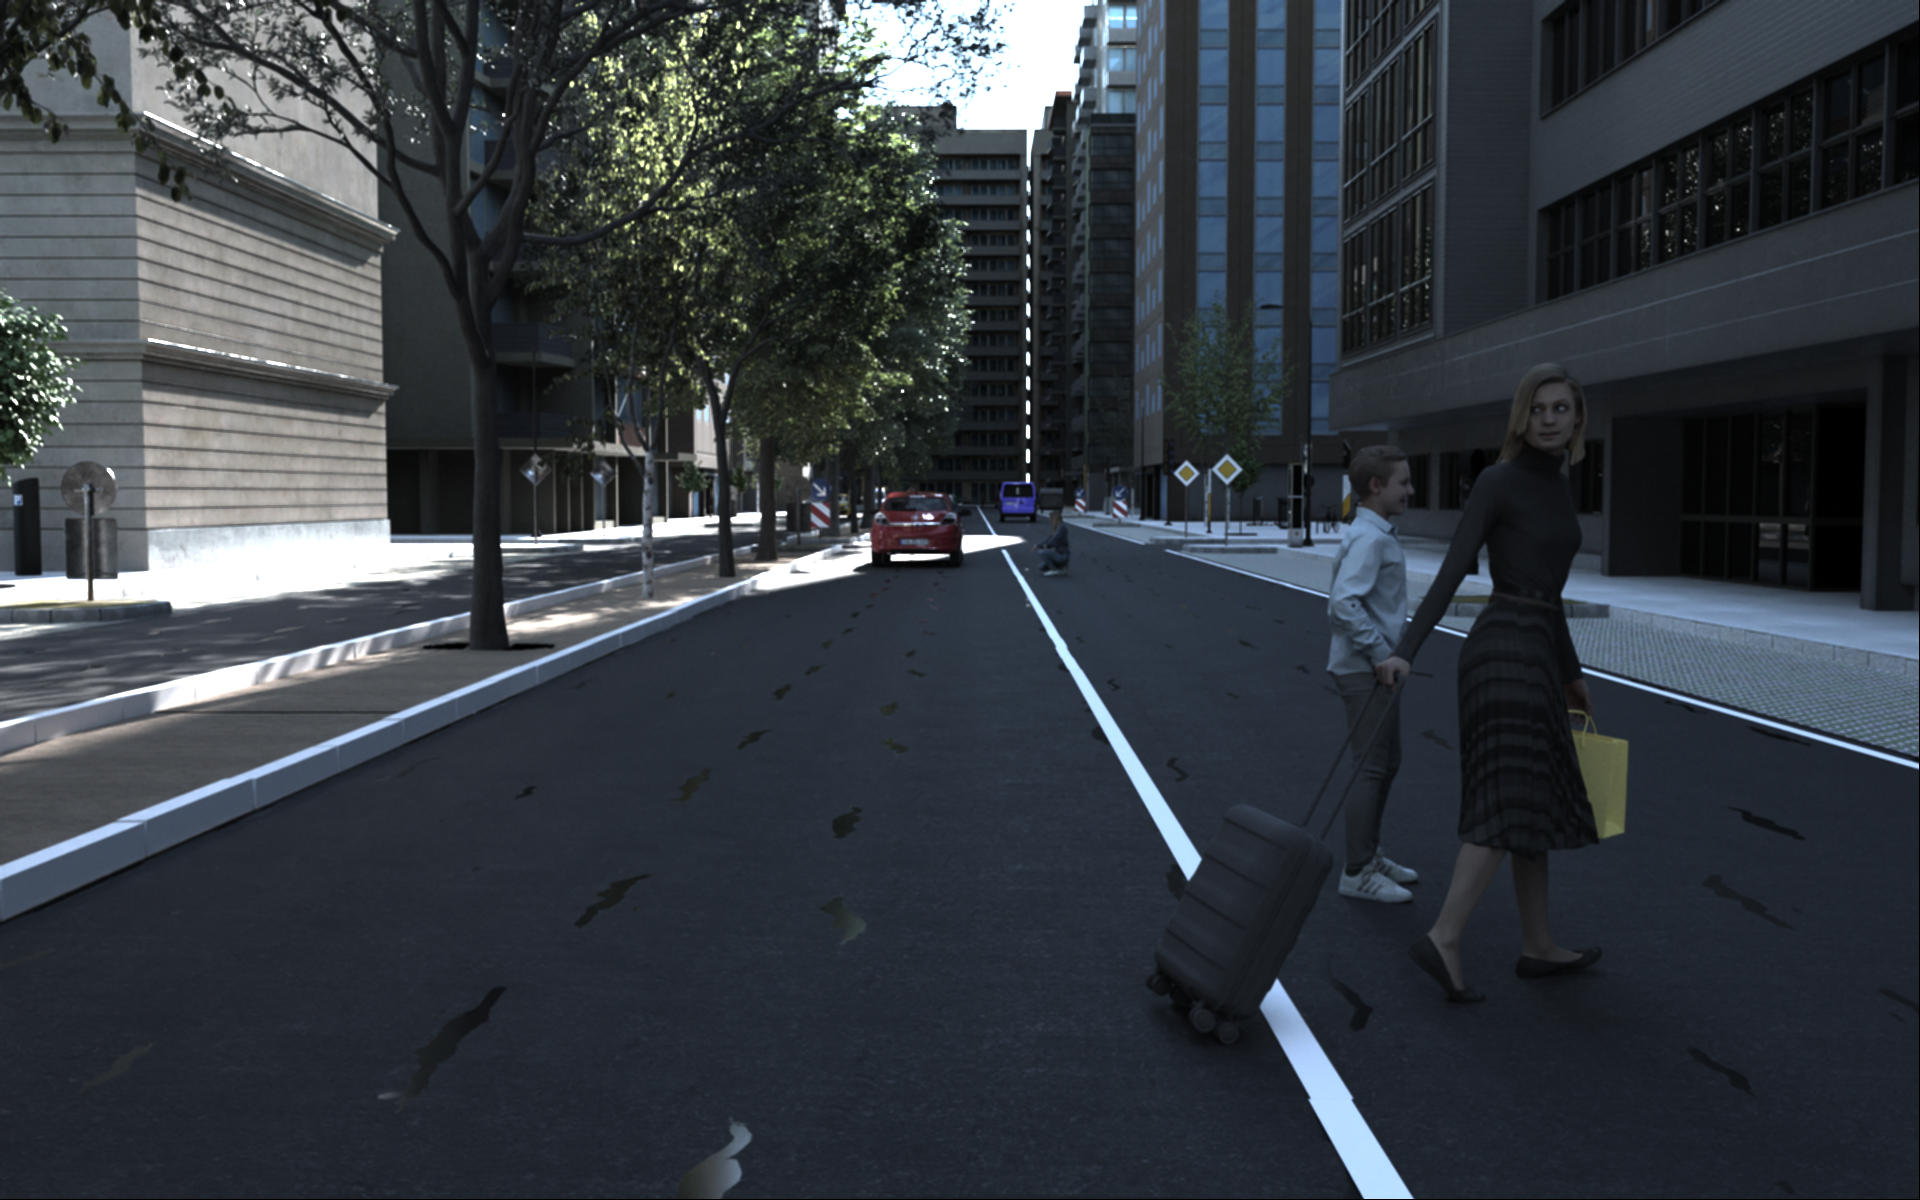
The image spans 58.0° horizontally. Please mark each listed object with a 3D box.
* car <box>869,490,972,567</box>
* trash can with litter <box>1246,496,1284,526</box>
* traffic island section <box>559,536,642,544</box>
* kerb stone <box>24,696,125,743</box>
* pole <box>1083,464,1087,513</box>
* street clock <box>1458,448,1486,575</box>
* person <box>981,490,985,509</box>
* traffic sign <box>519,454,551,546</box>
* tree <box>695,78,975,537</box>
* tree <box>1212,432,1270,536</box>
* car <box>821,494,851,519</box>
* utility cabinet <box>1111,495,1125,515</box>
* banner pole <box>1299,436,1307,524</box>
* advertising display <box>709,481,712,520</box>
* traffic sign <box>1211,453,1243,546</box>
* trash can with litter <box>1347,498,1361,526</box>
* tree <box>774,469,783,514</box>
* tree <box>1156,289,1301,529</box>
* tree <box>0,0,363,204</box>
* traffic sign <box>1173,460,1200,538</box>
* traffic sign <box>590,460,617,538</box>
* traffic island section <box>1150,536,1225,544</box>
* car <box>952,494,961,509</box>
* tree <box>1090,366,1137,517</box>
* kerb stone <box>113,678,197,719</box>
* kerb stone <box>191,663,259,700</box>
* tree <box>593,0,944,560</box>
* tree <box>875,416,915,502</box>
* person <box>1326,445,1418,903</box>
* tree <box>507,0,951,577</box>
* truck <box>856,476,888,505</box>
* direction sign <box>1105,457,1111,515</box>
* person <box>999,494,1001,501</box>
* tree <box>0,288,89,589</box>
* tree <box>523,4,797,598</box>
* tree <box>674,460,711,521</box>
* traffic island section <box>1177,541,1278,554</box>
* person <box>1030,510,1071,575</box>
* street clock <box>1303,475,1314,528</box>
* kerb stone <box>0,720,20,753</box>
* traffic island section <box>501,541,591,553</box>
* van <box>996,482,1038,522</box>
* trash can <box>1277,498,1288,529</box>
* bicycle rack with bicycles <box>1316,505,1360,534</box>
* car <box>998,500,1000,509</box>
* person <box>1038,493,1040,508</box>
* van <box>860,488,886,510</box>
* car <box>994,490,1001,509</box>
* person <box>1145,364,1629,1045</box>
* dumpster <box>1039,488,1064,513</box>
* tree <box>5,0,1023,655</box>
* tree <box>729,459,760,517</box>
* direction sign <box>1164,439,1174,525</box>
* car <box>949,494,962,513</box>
[{"bbox_3d":[-0.837,-1.626,35.633,2.155,1.783,4.494,0,4,1],"label":"car"},{"bbox_3d":[12.473,-3.632,70.448,2.233,1.210,1.678,-3,4,-38],"label":"trash can with litter"},{"bbox_3d":[-10.488,-1.752,50.929,2.009,0.180,2.903,0,4,0],"label":"traffic island section"},{"bbox_3d":[-5.334,0.722,10.393,0.120,0.150,1.000,0,4,0],"label":"kerb stone"},{"bbox_3d":[8.569,-7.628,118.560,0.158,3.312,0.155,0,3,0],"label":"pole"},{"bbox_3d":[8.133,-1.405,27.547,0.471,2.002,0.358,-3,5,-42],"label":"street clock"},{"bbox_3d":[2.270,-9.814,169.055,0.705,1.812,1.348,0,4,-3],"label":"person"},{"bbox_3d":[-10.511,-2.400,42.882,0.795,2.450,0.064,0,4,0],"label":"traffic sign"},{"bbox_3d":[-4.088,-8.867,54.089,9.857,13.997,8.962,0,3,0],"label":"tree"},{"bbox_3d":[8.634,-3.634,54.016,1.663,3.219,1.824,0,3,0],"label":"tree"},{"bbox_3d":[-7.213,-5.619,102.094,2.015,1.641,3.980,0,4,-1],"label":"car"},{"bbox_3d":[9.450,-5.800,103.509,0.318,1.500,1.173,-1,4,-23],"label":"utility cabinet"},{"bbox_3d":[14.766,-5.154,74.284,0.863,3.779,0.401,-2,4,-34],"label":"banner pole"},{"bbox_3d":[-12.520,-5.003,87.010,0.123,1.923,0.974,0,4,-6],"label":"advertising display"},{"bbox_3d":[6.582,-2.393,42.762,0.795,2.450,0.064,0,4,0],"label":"traffic sign"},{"bbox_3d":[16.055,-3.583,69.967,0.624,1.170,1.055,-2,4,-29],"label":"trash can with litter"},{"bbox_3d":[-12.188,-7.226,112.751,1.663,3.219,1.824,0,3,0],"label":"tree"},{"bbox_3d":[9.999,-6.884,62.922,4.737,8.622,4.395,0,3,0],"label":"tree"},{"bbox_3d":[-4.291,-3.331,7.285,4.360,8.622,3.978,0,3,0],"label":"tree"},{"bbox_3d":[6.629,-2.881,50.747,0.795,2.450,0.064,0,4,0],"label":"traffic sign"},{"bbox_3d":[-10.464,-2.888,50.867,0.795,2.450,0.064,0,4,0],"label":"traffic sign"},{"bbox_3d":[6.653,-1.746,50.824,2.009,0.180,2.903,0,4,0],"label":"traffic island section"},{"bbox_3d":[-0.973,-9.522,167.486,2.131,1.459,4.920,0,4,1],"label":"car"},{"bbox_3d":[9.619,-9.070,98.663,4.360,8.622,3.978,0,3,0],"label":"tree"},{"bbox_3d":[-5.330,0.659,11.418,0.120,0.150,1.000,0,4,0],"label":"kerb stone"},{"bbox_3d":[-5.324,0.598,12.445,0.120,0.150,1.000,0,4,0],"label":"kerb stone"},{"bbox_3d":[-4.256,-7.145,37.402,7.486,12.596,7.792,0,3,0],"label":"tree"},{"bbox_3d":[-3.936,-7.781,80.032,4.737,8.622,4.395,0,3,0],"label":"tree"},{"bbox_3d":[1.474,0.253,6.171,0.330,1.601,0.589,2,4,27],"label":"person"},{"bbox_3d":[-3.981,-5.686,29.832,8.767,10.594,7.601,0,4,0],"label":"tree"},{"bbox_3d":[-6.725,-9.050,143.889,3.469,3.379,9.791,0,4,0],"label":"truck"},{"bbox_3d":[9.153,-7.046,107.196,0.379,3.537,0.876,1,4,18],"label":"direction sign"},{"bbox_3d":[2.801,-6.285,112.104,0.563,1.720,0.643,-1,4,-18],"label":"person"},{"bbox_3d":[-13.579,-2.431,23.465,4.285,4.588,4.351,0,3,0],"label":"tree"},{"bbox_3d":[-4.306,-4.343,23.824,4.360,8.622,3.978,0,3,0],"label":"tree"},{"bbox_3d":[-12.801,-5.410,83.058,1.663,3.219,1.824,0,3,0],"label":"tree"},{"bbox_3d":[6.606,-1.257,42.839,2.009,0.180,2.903,0,4,0],"label":"traffic island section"},{"bbox_3d":[1.594,-1.015,30.600,0.738,1.151,1.012,0,4,4],"label":"person"},{"bbox_3d":[13.105,-3.715,65.306,0.358,2.002,0.471,-2,4,-33],"label":"street clock"},{"bbox_3d":[-5.337,0.784,9.371,0.120,0.150,1.000,0,4,0],"label":"kerb stone"},{"bbox_3d":[-10.535,-1.264,42.944,2.009,0.180,2.903,0,4,0],"label":"traffic island section"},{"bbox_3d":[3.004,-5.253,90.268,2.240,2.365,5.245,0,4,1],"label":"van"},{"bbox_3d":[11.989,-3.176,63.586,0.748,1.137,0.748,0,3,0],"label":"trash can"},{"bbox_3d":[12.871,-2.652,56.745,2.852,0.926,2.925,1,4,20],"label":"bicycle rack with bicycles"},{"bbox_3d":[4.533,-9.207,162.332,2.131,1.459,4.920,0,4,-2],"label":"car"},{"bbox_3d":[7.531,-9.378,161.823,0.705,1.826,1.348,-2,4,-35],"label":"person"},{"bbox_3d":[-5.854,-6.889,119.644,2.013,2.044,4.112,0,4,-1],"label":"van"},{"bbox_3d":[4.477,-9.965,171.597,2.281,1.827,5.304,0,4,1],"label":"car"},{"bbox_3d":[1.268,0.232,4.920,1.509,1.804,0.699,-1,4,-12],"label":"person"},{"bbox_3d":[6.785,-7.368,128.675,1.865,1.857,1.264,0,4,0],"label":"dumpster"},{"bbox_3d":[-4.311,-6.274,15.406,12.009,13.543,11.850,0,3,0],"label":"tree"},{"bbox_3d":[-12.210,-6.202,95.998,1.663,3.219,1.824,0,3,0],"label":"tree"},{"bbox_3d":[8.597,-4.855,71.379,0.379,3.537,0.876,-1,4,-20],"label":"direction sign"},{"bbox_3d":[-0.954,-4.363,83.132,2.131,1.459,4.920,0,4,0],"label":"car"}]
